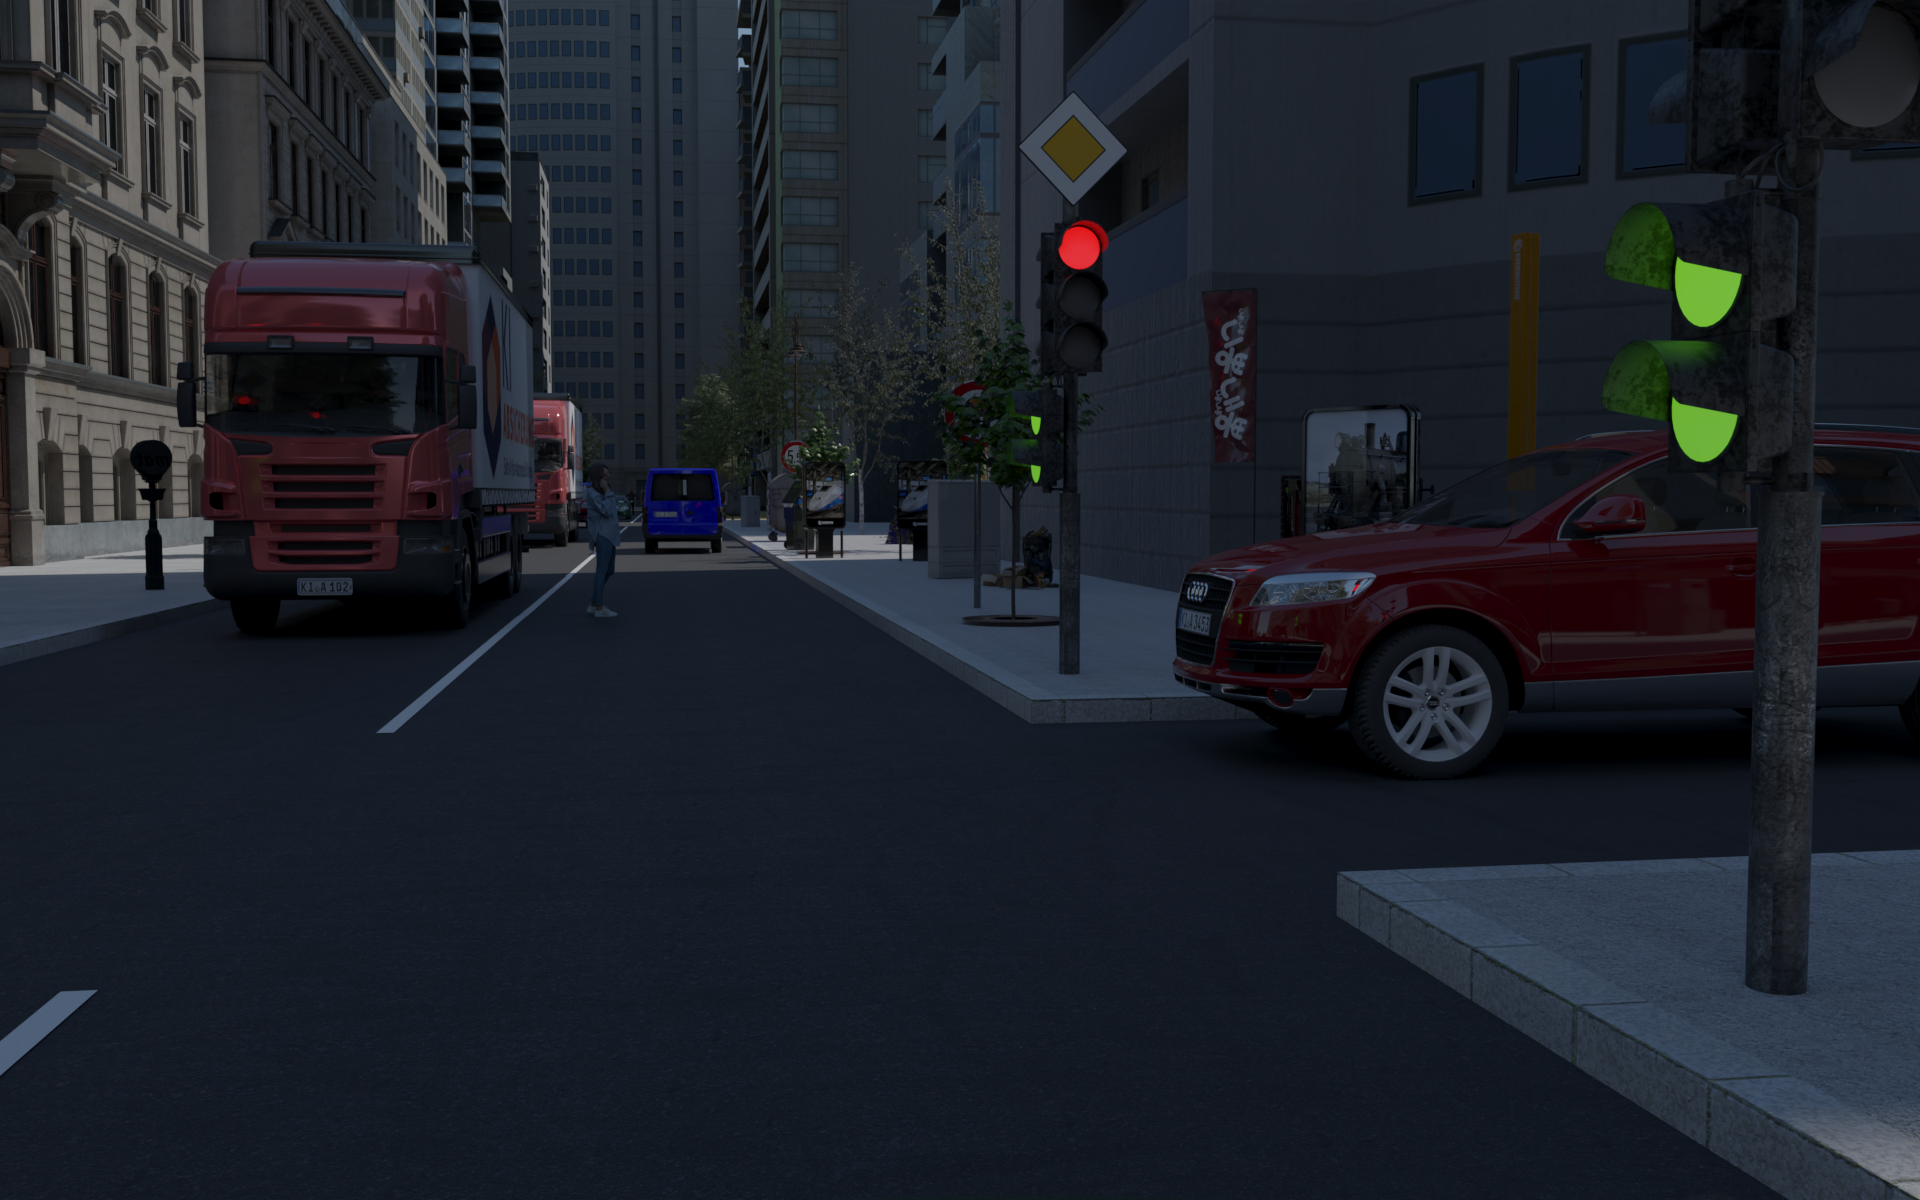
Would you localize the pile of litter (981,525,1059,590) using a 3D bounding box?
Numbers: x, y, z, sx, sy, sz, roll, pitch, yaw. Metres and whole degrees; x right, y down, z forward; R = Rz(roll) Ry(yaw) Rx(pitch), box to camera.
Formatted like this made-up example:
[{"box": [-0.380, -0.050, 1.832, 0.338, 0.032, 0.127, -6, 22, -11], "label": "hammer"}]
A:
[{"box": [0.830, -0.615, 24.015, 1.176, 0.858, 1.719, 1, 4, 13], "label": "pile of litter"}]

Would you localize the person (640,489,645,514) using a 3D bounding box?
[{"box": [-22.140, -6.882, 121.534, 0.721, 1.766, 1.217, -1, 4, -19], "label": "person"}]

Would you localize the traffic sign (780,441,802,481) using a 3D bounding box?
[{"box": [-3.910, -2.530, 41.464, 0.768, 2.556, 0.104, 0, 4, -2], "label": "traffic sign"}]

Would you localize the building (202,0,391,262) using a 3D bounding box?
[{"box": [-24.997, -11.658, 55.242, 10.561, 19.102, 19.286, -1, 4, -10], "label": "building"}]

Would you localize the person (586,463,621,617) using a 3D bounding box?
[{"box": [-4.193, -0.700, 20.217, 0.793, 1.790, 0.793, -2, 4, -32], "label": "person"}]

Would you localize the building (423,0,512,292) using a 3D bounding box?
[{"box": [-42.129, -49.420, 120.695, 22.319, 86.520, 31.000, -1, 4, -10], "label": "building"}]

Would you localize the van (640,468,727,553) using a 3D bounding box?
[{"box": [-6.973, -2.403, 43.681, 2.240, 2.365, 5.245, -1, 4, -9], "label": "van"}]

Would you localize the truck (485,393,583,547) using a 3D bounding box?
[{"box": [-12.413, -3.747, 50.178, 2.839, 4.237, 11.283, -1, 4, -10], "label": "truck"}]

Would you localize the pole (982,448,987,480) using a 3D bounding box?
[{"box": [0.761, -3.674, 53.908, 0.158, 3.312, 0.155, 0, 3, 0], "label": "pole"}]

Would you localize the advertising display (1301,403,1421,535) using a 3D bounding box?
[{"box": [2.913, -0.456, 12.671, 0.123, 1.923, 0.974, -3, 5, -40], "label": "advertising display"}]

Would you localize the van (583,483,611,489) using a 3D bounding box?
[{"box": [-19.215, -5.270, 90.545, 2.240, 2.365, 5.245, -1, 4, -9], "label": "van"}]

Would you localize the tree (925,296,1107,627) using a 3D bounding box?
[{"box": [0.407, -1.380, 17.160, 1.663, 3.219, 1.824, 0, 3, 0], "label": "tree"}]

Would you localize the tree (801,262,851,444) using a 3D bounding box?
[{"box": [-3.075, -6.381, 54.692, 4.360, 8.622, 3.978, 0, 3, 0], "label": "tree"}]

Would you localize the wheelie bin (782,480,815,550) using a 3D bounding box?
[{"box": [-3.671, -1.953, 39.839, 0.693, 1.594, 0.980, -2, 4, -31], "label": "wheelie bin"}]

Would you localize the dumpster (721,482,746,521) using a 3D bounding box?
[{"box": [-10.806, -4.721, 82.951, 1.264, 1.857, 1.865, -1, 4, -10], "label": "dumpster"}]

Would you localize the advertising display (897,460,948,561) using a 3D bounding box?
[{"box": [-0.717, -1.703, 33.058, 0.974, 1.923, 0.123, 1, 4, 8], "label": "advertising display"}]

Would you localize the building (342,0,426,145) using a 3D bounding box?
[{"box": [-42.423, -24.579, 93.751, 32.217, 40.220, 23.993, -1, 4, -10], "label": "building"}]

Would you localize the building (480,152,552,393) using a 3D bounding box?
[{"box": [-42.292, -23.017, 148.035, 14.107, 30.474, 14.160, -1, 4, -10], "label": "building"}]

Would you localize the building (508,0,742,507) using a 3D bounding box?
[{"box": [-37.390, -39.001, 179.666, 28.212, 58.520, 21.231, -1, 4, -10], "label": "building"}]

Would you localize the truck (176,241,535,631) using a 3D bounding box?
[{"box": [-6.995, -2.002, 21.640, 2.839, 4.237, 11.283, -1, 4, -9], "label": "truck"}]

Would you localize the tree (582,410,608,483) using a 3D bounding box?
[{"box": [-32.995, -12.314, 151.692, 4.360, 8.622, 3.978, 0, 3, 0], "label": "tree"}]

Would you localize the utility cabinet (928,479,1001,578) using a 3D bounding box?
[{"box": [0.076, -1.088, 26.462, 1.173, 1.500, 0.318, -3, 4, -37], "label": "utility cabinet"}]

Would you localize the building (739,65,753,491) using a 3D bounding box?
[{"box": [-15.845, -32.401, 179.859, 14.200, 45.320, 14.600, -1, 4, -10], "label": "building"}]

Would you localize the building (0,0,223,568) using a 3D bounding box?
[{"box": [-22.012, -12.782, 28.067, 14.460, 24.649, 34.723, -1, 4, -10], "label": "building"}]

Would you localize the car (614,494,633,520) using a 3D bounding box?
[{"box": [-19.677, -5.310, 98.610, 2.131, 1.459, 4.920, -1, 4, -10], "label": "car"}]

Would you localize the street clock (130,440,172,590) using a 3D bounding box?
[{"box": [-10.797, -1.137, 23.166, 0.471, 2.002, 0.358, -3, 5, -44], "label": "street clock"}]

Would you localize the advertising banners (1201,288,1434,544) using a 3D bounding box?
[{"box": [2.935, -1.117, 14.451, 2.074, 3.025, 0.090, 2, 4, 35], "label": "advertising banners"}]

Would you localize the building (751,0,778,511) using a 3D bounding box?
[{"box": [-3.229, -30.399, 120.727, 21.300, 48.544, 21.600, -1, 4, -10], "label": "building"}]

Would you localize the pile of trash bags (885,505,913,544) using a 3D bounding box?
[{"box": [-0.292, -2.172, 45.265, 1.912, 1.369, 3.447, 3, 4, 37], "label": "pile of trash bags"}]

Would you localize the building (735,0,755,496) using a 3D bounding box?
[{"box": [-7.444, -30.063, 146.156, 22.147, 44.769, 28.867, -1, 4, -10], "label": "building"}]

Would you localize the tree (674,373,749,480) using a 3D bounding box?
[{"box": [-23.174, -14.983, 163.092, 7.486, 12.596, 7.792, 0, 3, 0], "label": "tree"}]

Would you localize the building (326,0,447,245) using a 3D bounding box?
[{"box": [-28.205, -13.396, 73.781, 10.420, 20.320, 16.860, -1, 4, -10], "label": "building"}]

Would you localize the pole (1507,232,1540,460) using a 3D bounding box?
[{"box": [4.429, -1.212, 13.661, 0.158, 3.312, 0.155, 0, 3, 0], "label": "pole"}]

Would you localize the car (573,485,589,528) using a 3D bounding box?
[{"box": [-16.740, -4.034, 74.637, 2.281, 1.827, 5.304, -1, 4, -8], "label": "car"}]

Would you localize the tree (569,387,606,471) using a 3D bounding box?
[{"box": [-26.967, -10.374, 119.984, 4.737, 8.622, 4.395, 0, 3, 0], "label": "tree"}]

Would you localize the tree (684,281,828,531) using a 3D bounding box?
[{"box": [-6.661, -6.742, 60.594, 4.737, 8.622, 4.395, 0, 3, 0], "label": "tree"}]

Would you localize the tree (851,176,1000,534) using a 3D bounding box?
[{"box": [0.525, -5.464, 39.703, 4.360, 8.622, 3.978, 0, 3, 0], "label": "tree"}]

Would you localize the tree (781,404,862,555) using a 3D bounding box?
[{"box": [-3.096, -2.587, 36.895, 1.663, 3.219, 1.824, 0, 3, 0], "label": "tree"}]

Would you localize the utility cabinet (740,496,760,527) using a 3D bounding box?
[{"box": [-8.132, -3.432, 67.269, 0.306, 1.237, 1.020, 2, 4, 24], "label": "utility cabinet"}]

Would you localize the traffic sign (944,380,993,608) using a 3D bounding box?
[{"box": [0.196, -1.181, 19.419, 0.768, 2.556, 0.104, 0, 4, -7], "label": "traffic sign"}]

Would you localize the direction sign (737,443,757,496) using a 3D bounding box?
[{"box": [-9.411, -5.171, 76.538, 0.876, 3.537, 0.379, 1, 4, 10], "label": "direction sign"}]

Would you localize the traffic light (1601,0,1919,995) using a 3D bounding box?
[{"box": [2.103, -0.946, 4.386, 0.839, 4.253, 0.868, -1, 4, -10], "label": "traffic light"}]

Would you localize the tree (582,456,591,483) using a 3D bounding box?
[{"box": [-28.540, -8.766, 127.033, 4.285, 4.588, 4.351, 0, 3, 0], "label": "tree"}]

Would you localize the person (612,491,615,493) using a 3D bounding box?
[{"box": [-28.833, -8.224, 143.902, 0.756, 1.711, 0.436, 2, 4, 24], "label": "person"}]

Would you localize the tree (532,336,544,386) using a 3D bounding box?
[{"box": [-18.672, -7.235, 68.651, 4.360, 8.622, 3.978, 0, 3, 0], "label": "tree"}]

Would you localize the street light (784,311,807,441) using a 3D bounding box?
[{"box": [-4.167, -4.354, 43.968, 0.468, 5.910, 1.993, -1, 4, -10], "label": "street light"}]

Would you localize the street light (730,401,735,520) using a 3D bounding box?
[{"box": [-11.295, -6.920, 85.922, 0.468, 5.910, 1.993, -1, 4, -10], "label": "street light"}]

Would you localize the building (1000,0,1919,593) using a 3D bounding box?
[{"box": [16.095, -29.612, 26.151, 28.212, 58.520, 21.231, -1, 4, -10], "label": "building"}]

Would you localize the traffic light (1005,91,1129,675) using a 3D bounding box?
[{"box": [0.763, -1.427, 12.258, 0.839, 4.253, 0.868, -1, 4, -10], "label": "traffic light"}]

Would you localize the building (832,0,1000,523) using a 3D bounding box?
[{"box": [7.099, -46.446, 72.056, 22.319, 86.520, 31.000, -1, 4, -10], "label": "building"}]

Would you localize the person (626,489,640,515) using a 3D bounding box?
[{"box": [-22.273, -6.648, 117.332, 1.348, 1.807, 0.705, 0, 4, 3], "label": "person"}]

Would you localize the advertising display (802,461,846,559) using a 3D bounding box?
[{"box": [-2.709, -1.795, 34.564, 0.974, 1.923, 0.123, -3, 4, -39], "label": "advertising display"}]

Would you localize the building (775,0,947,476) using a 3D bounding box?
[{"box": [-3.997, -25.631, 102.668, 14.154, 41.232, 14.086, -1, 4, -10], "label": "building"}]

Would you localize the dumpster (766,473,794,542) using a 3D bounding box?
[{"box": [-4.596, -2.535, 47.208, 1.264, 1.857, 1.865, -1, 4, -10], "label": "dumpster"}]

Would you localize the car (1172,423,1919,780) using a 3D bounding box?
[{"box": [3.838, -0.072, 9.854, 5.304, 1.827, 2.281, -1, 4, -10], "label": "car"}]
